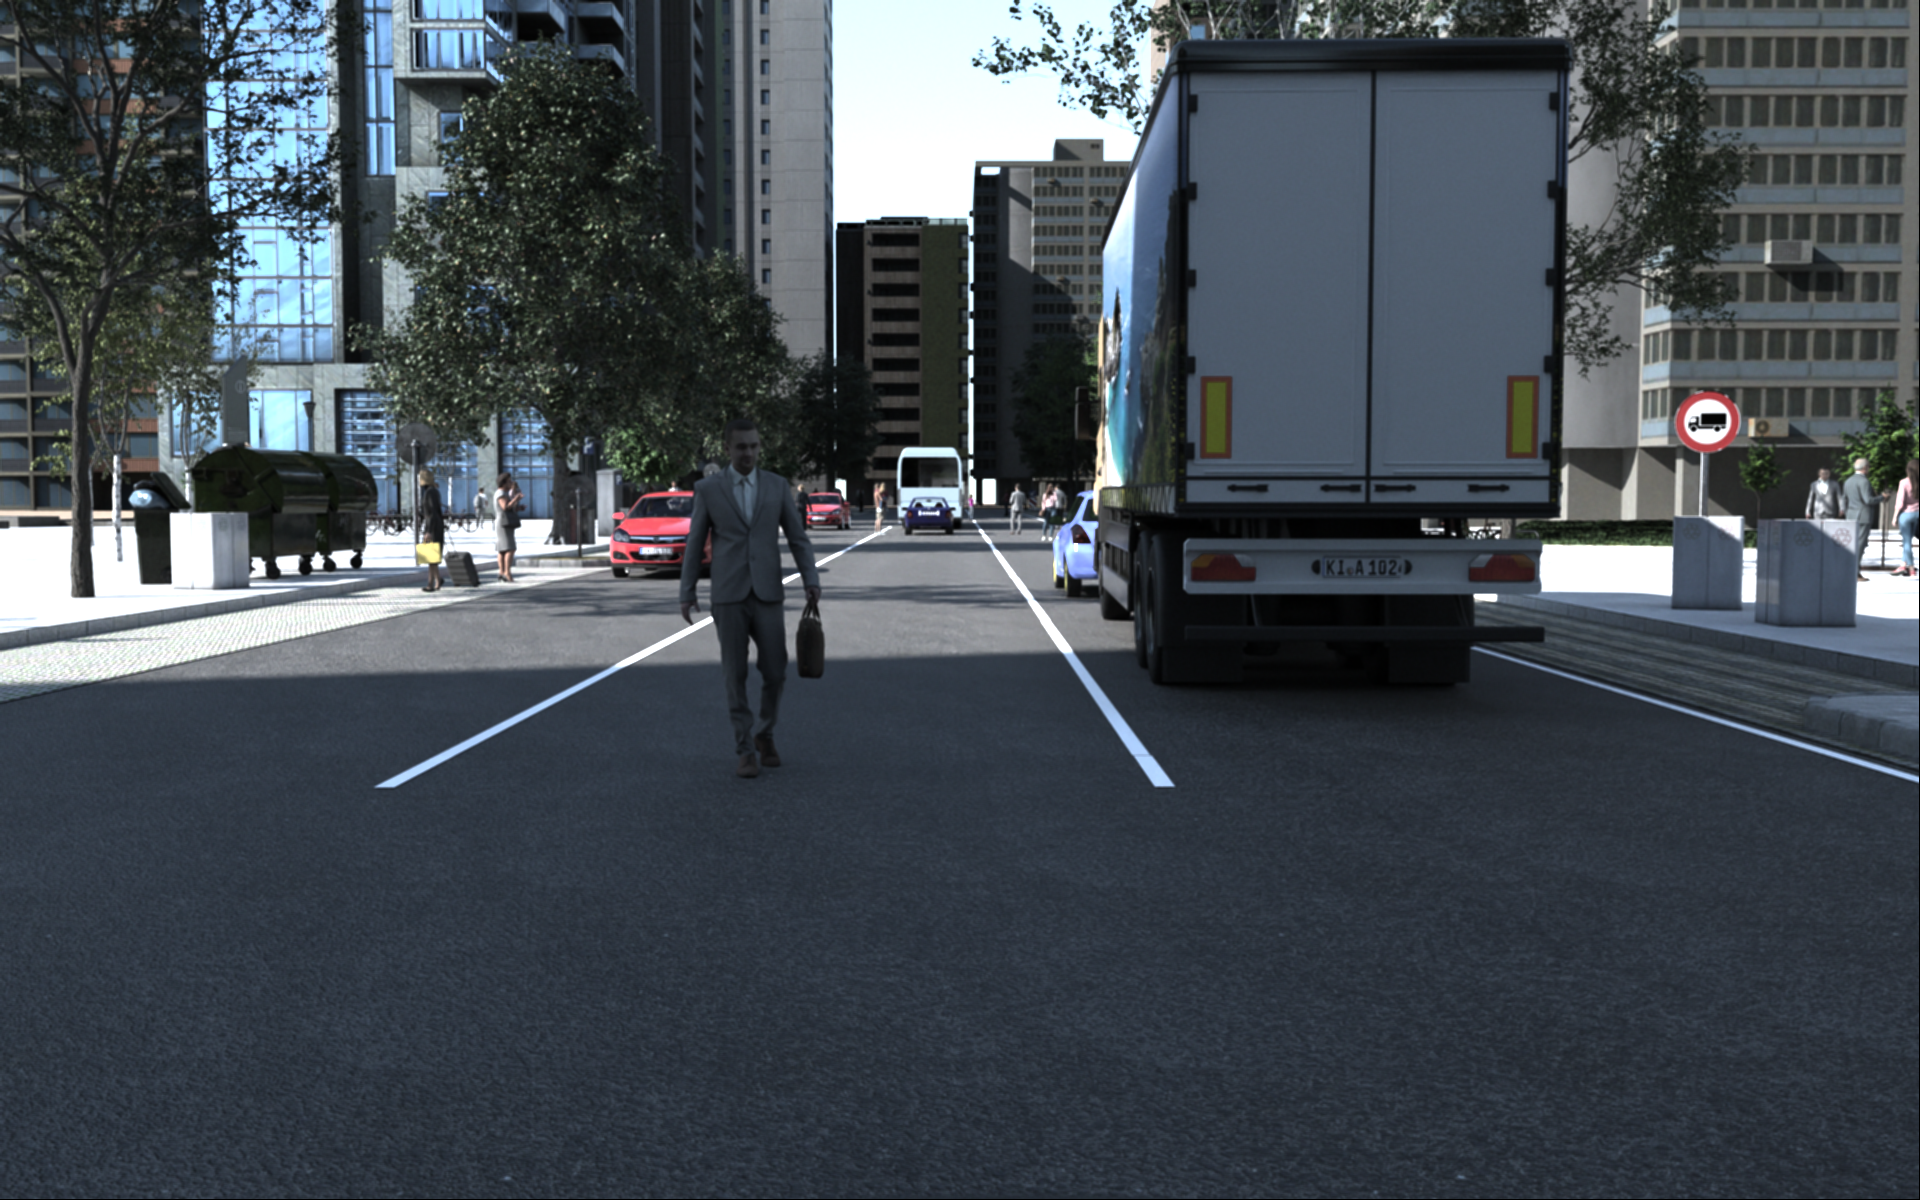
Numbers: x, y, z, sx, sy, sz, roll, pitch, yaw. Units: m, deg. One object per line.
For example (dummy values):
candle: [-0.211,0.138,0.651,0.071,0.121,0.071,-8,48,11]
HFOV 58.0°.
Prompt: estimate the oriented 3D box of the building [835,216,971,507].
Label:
building: [-5.969,-25.151,182.921,14.107,30.474,14.160,0,4,0]

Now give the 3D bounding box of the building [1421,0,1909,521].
building: [32.776,-25.072,101.807,32.217,40.220,23.993,0,4,0]

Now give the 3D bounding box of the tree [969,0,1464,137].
tree: [7.044,-11.749,47.991,12.611,20.169,13.585,0,3,0]

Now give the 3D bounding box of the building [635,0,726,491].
building: [-24.485,-26.853,122.645,14.154,41.232,14.086,0,4,0]

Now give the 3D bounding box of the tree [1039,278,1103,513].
tree: [9.283,-9.342,78.493,9.928,11.665,9.643,0,3,0]

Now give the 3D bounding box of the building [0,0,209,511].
building: [-62.836,-29.734,140.774,28.867,44.769,22.147,0,4,0]

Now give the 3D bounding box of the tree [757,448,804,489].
tree: [-10.982,-7.271,102.586,4.285,4.588,4.351,0,3,0]

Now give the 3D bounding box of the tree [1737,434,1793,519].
tree: [25.673,-3.712,55.294,1.663,3.219,1.824,0,3,0]

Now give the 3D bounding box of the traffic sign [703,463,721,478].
traffic sign: [-10.178,-4.340,71.060,0.768,2.556,0.104,1,4,9]

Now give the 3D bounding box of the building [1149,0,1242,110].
building: [23.509,-30.290,145.355,14.600,45.320,14.200,0,4,0]

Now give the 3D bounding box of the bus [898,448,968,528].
bus: [-1.149,-4.926,75.396,2.948,3.499,13.247,0,4,0]

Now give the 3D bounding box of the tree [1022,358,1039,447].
tree: [7.868,-11.726,117.477,9.928,11.665,9.643,0,3,0]

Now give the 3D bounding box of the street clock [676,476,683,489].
street clock: [-10.407,-3.627,63.867,0.358,2.002,0.471,-2,4,-35]

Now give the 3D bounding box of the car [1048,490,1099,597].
car: [2.278,-0.961,25.305,1.945,1.707,3.694,0,4,-1]

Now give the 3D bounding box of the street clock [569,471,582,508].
street clock: [-11.848,-2.982,53.334,0.471,2.002,0.358,2,4,25]

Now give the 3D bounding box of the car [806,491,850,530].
car: [-5.465,-3.727,69.982,2.155,1.783,4.494,0,4,2]

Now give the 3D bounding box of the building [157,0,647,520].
building: [-30.101,-48.078,98.745,22.319,86.520,31.000,0,4,0]

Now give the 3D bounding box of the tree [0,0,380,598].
tree: [-10.911,-5.287,20.855,8.767,10.594,7.601,0,4,-3]

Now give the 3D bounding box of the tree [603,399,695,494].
tree: [-10.087,-4.443,56.350,4.285,4.588,4.351,0,3,0]

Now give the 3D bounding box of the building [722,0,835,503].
building: [-27.787,-39.388,185.987,28.212,58.520,21.231,0,4,0]

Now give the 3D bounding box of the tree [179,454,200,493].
tree: [-36.508,-5.403,82.936,1.663,3.219,1.824,0,3,0]

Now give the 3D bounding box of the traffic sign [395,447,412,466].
traffic sign: [-10.866,-2.124,34.456,0.795,2.593,0.064,0,4,7]

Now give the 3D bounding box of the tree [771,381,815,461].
tree: [-10.899,-9.589,107.139,4.737,8.622,4.395,0,3,0]

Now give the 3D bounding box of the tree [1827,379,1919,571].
tree: [15.706,-2.114,29.164,1.663,3.219,1.824,0,3,0]

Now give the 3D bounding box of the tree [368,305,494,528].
tree: [-20.289,-7.018,65.111,4.360,8.622,3.978,0,3,0]

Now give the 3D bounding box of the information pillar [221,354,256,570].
information pillar: [-12.039,-2.293,28.841,0.183,3.616,0.504,2,4,23]

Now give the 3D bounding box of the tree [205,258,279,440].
tree: [-21.128,-5.964,47.868,4.360,8.622,3.978,0,3,0]

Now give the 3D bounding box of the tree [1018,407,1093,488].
tree: [8.453,-13.662,157.786,7.601,10.594,8.767,-3,4,-39]

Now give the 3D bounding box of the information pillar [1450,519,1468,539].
information pillar: [10.676,-1.992,37.057,0.304,2.012,0.304,3,5,43]

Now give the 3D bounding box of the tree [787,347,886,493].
tree: [-11.074,-15.004,151.977,9.857,13.997,8.962,0,3,0]

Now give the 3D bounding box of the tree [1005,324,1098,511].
tree: [8.128,-13.583,128.734,9.857,13.997,8.962,0,3,0]

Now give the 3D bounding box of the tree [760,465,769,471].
tree: [-11.047,-6.313,97.814,1.663,3.219,1.824,0,3,0]

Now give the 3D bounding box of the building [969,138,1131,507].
building: [13.053,-30.577,191.807,23.993,40.220,32.217,0,4,0]

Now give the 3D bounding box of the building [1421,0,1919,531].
building: [31.103,-23.182,70.903,32.217,40.220,23.993,0,4,0]

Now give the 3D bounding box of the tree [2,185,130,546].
tree: [-21.141,-5.629,42.400,4.360,8.622,3.978,0,3,0]

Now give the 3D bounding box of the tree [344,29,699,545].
tree: [-10.149,-7.734,43.455,9.611,12.733,9.660,0,3,0]

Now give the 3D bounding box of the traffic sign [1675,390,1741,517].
traffic sign: [9.190,-1.301,21.375,0.768,2.556,0.104,1,4,8]

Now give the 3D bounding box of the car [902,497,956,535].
car: [-1.114,-3.021,61.977,1.945,1.354,3.894,0,4,-1]

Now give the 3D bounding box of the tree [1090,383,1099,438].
tree: [9.185,-8.950,96.687,4.360,8.622,3.978,0,3,0]

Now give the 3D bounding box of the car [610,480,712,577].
car: [-5.064,-1.350,31.107,2.155,1.783,4.494,0,4,0]

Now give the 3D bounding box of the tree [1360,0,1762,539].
tree: [9.173,-5.713,27.815,7.601,10.594,8.767,-1,4,-22]

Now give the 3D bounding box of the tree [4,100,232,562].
tree: [-16.018,-5.043,32.814,4.737,8.622,4.395,0,3,0]

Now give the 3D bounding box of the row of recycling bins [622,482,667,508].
row of recycling bins: [-11.393,-3.293,60.956,1.069,1.692,3.534,1,4,18]

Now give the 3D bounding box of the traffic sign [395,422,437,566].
traffic sign: [-9.668,-1.877,30.789,0.768,2.556,0.104,0,4,6]
